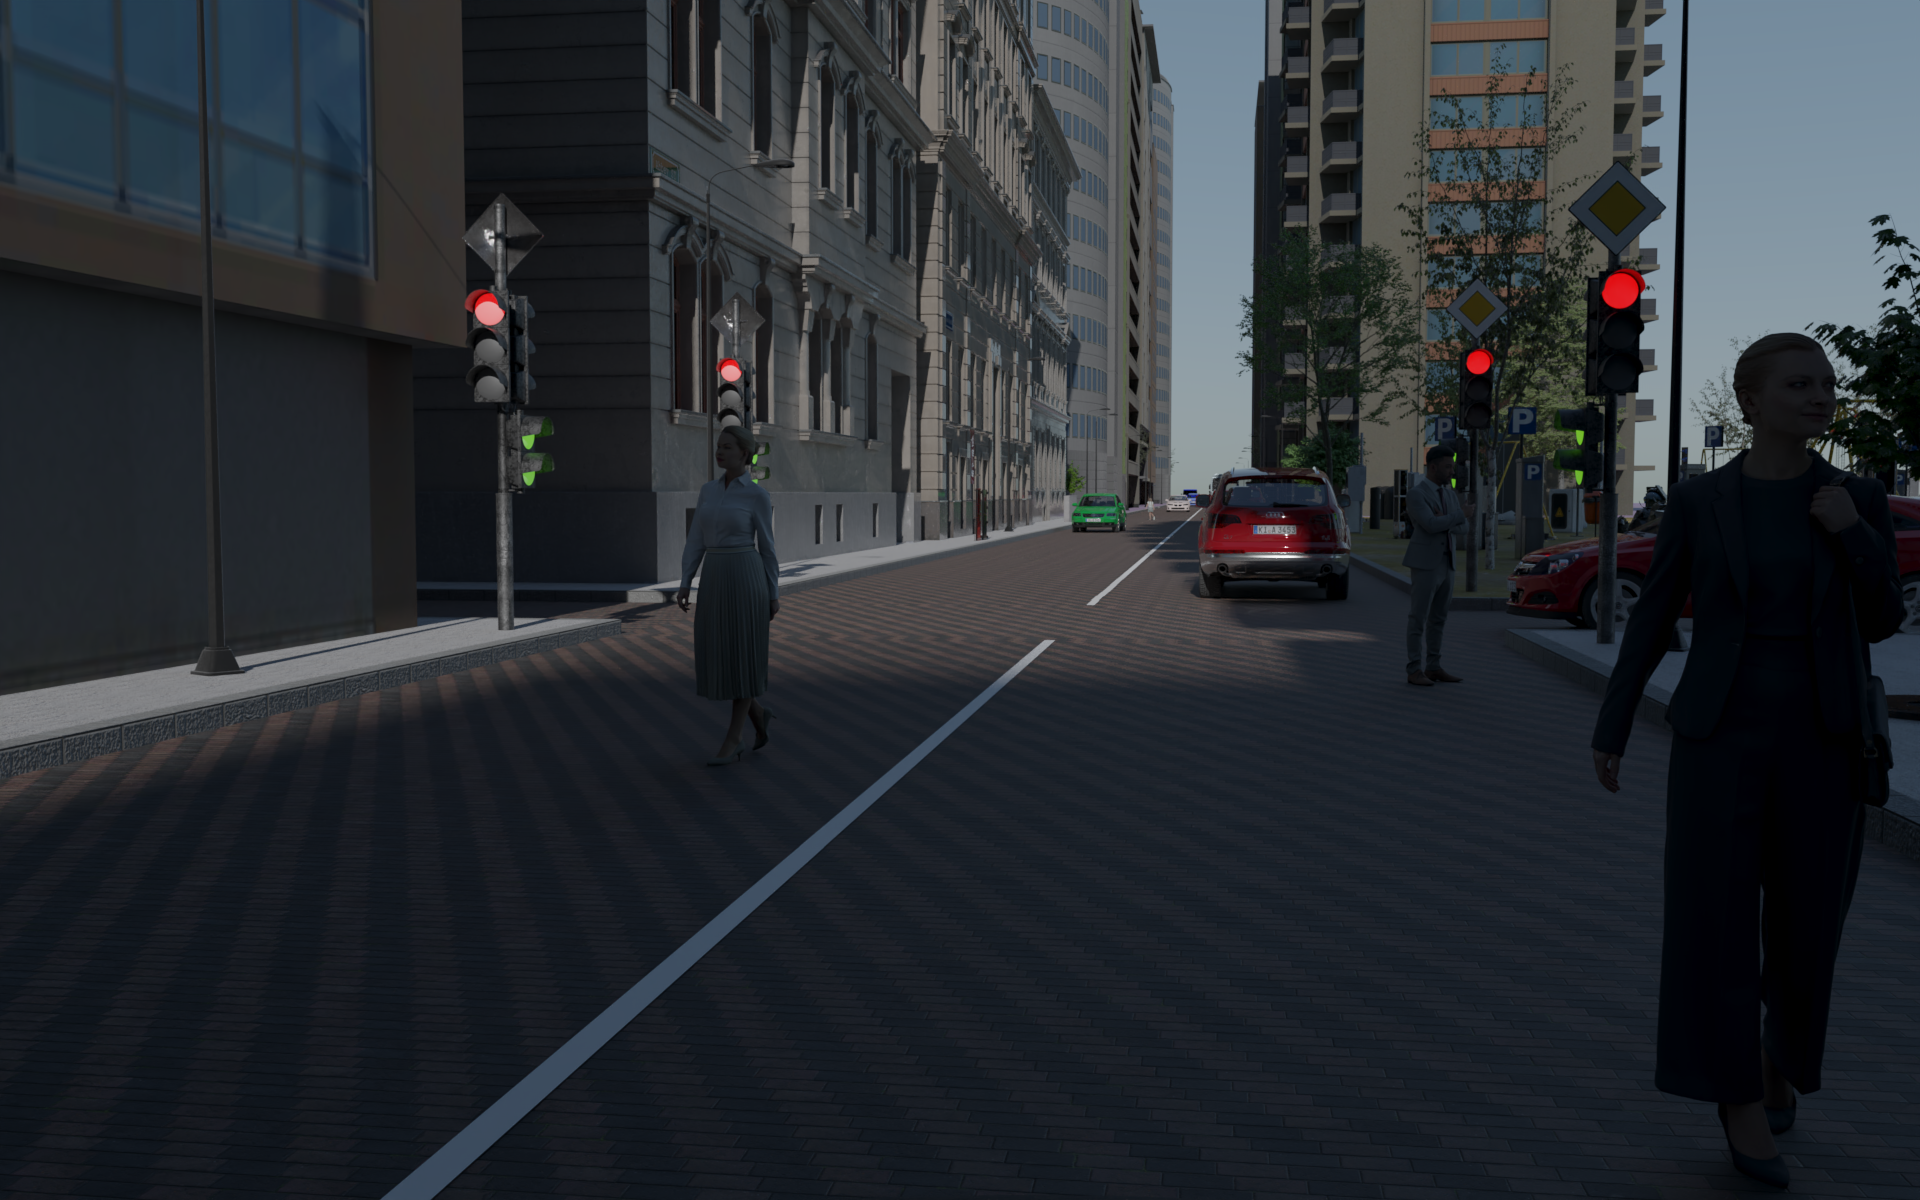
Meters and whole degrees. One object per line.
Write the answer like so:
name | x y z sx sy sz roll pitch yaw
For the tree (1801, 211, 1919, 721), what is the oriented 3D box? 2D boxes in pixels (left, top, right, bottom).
tree | 5.843 -0.952 10.169 1.663 3.219 1.824 0 3 0

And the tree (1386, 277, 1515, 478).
tree | 16.653 -6.571 57.800 4.737 8.622 4.395 0 3 0

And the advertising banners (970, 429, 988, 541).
advertising banners | 0.510 -3.144 47.594 0.090 3.025 2.074 1 4 14

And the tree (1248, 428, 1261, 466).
tree | 31.882 -14.027 179.702 4.360 8.622 3.978 0 3 0

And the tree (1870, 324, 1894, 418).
tree | 38.193 -7.441 72.021 4.360 8.622 3.978 0 3 0

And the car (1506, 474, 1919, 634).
car | 7.907 -0.525 17.621 4.494 1.783 2.155 1 4 10

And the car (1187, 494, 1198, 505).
car | 27.304 -11.811 202.705 1.945 1.707 3.694 0 4 7

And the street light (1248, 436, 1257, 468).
street light | 23.776 -10.084 137.411 1.470 5.913 1.316 1 4 8

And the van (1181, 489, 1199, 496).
van | 27.670 -12.467 208.222 2.240 2.365 5.245 0 4 7

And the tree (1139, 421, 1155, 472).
tree | 17.331 -13.640 173.374 4.360 8.622 3.978 0 3 0

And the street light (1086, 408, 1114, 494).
street light | 7.406 -7.400 93.536 1.470 5.913 1.316 1 4 8

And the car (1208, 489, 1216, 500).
car | 20.937 -7.911 138.020 2.281 1.827 5.304 0 4 7

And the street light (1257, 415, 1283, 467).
street light | 18.460 -7.934 102.258 1.470 5.913 1.316 1 4 8

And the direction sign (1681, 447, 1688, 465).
direction sign | 34.746 -5.607 83.673 0.379 3.537 0.876 -2 4 -32

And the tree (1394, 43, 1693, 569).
tree | 9.291 -4.835 29.410 4.360 8.622 3.978 0 3 0

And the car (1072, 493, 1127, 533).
car | 5.309 -3.493 65.907 1.959 1.807 4.718 1 4 10

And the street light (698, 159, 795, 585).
street light | -2.978 -3.161 24.220 1.470 5.913 1.316 1 4 8

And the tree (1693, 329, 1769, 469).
tree | 35.231 -7.802 77.926 4.360 8.622 3.978 0 3 0

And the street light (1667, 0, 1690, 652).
street light | 5.301 -2.545 14.148 1.470 5.913 1.316 1 4 8

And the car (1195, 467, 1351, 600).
car | 4.547 -1.010 25.188 2.281 1.827 5.304 1 4 10

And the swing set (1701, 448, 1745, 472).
swing set | 26.992 -3.763 59.138 3.119 2.851 2.862 1 4 11

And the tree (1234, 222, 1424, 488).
tree | 14.218 -8.639 67.010 9.928 11.665 9.643 0 3 0

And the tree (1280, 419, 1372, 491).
tree | 16.217 -5.613 75.491 4.285 4.588 4.351 0 3 0

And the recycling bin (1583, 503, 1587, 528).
recycling bin | 23.055 -3.211 65.059 0.722 1.027 0.722 -2 4 -28

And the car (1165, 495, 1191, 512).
car | 17.528 -7.745 138.992 2.083 1.381 4.827 0 4 8

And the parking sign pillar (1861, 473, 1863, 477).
parking sign pillar | 33.267 -4.549 62.847 1.447 3.967 1.447 -2 4 -33

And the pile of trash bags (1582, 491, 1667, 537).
pile of trash bags | 19.038 -2.342 48.042 3.447 1.369 1.912 0 4 7

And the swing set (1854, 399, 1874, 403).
swing set | 16.057 -1.882 28.383 3.119 2.851 2.862 1 4 10

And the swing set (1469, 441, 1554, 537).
swing set | 15.786 -3.347 52.351 2.862 2.851 3.119 -2 4 -25

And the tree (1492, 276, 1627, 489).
tree | 31.219 -10.567 90.894 7.486 12.596 7.792 0 3 0

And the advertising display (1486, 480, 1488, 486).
advertising display | 23.836 -4.409 77.305 0.974 1.923 0.123 -2 4 -33

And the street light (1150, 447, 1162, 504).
street light | 18.792 -12.074 169.947 1.470 5.913 1.316 1 4 8

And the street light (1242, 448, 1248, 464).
street light | 30.780 -13.005 185.173 1.470 5.913 1.316 1 4 8

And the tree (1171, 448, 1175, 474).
tree | 30.214 -18.754 256.981 4.360 8.622 3.978 0 3 0

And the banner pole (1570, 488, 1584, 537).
banner pole | 18.568 -3.789 51.969 0.401 3.779 0.863 1 4 17

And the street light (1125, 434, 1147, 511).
street light | 13.582 -9.915 134.654 1.470 5.913 1.316 1 4 8

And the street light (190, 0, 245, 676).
street light | -4.765 -2.419 12.098 1.470 5.913 1.316 1 4 8

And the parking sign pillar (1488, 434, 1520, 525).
parking sign pillar | 22.696 -5.127 72.303 1.447 3.967 1.447 -2 4 -24

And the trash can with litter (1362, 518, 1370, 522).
trash can with litter | 18.594 -4.198 79.701 1.678 1.210 2.233 2 4 30

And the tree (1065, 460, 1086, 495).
tree | 6.438 -6.331 98.107 1.663 3.219 1.824 0 3 0

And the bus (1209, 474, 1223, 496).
bus | 25.215 -10.423 165.272 2.948 3.499 13.247 1 4 8

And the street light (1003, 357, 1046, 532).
street light | 2.203 -5.281 58.880 1.470 5.913 1.316 1 4 8

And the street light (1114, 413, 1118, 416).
street light | 8.401 -7.795 99.995 1.470 5.913 1.316 1 4 8
